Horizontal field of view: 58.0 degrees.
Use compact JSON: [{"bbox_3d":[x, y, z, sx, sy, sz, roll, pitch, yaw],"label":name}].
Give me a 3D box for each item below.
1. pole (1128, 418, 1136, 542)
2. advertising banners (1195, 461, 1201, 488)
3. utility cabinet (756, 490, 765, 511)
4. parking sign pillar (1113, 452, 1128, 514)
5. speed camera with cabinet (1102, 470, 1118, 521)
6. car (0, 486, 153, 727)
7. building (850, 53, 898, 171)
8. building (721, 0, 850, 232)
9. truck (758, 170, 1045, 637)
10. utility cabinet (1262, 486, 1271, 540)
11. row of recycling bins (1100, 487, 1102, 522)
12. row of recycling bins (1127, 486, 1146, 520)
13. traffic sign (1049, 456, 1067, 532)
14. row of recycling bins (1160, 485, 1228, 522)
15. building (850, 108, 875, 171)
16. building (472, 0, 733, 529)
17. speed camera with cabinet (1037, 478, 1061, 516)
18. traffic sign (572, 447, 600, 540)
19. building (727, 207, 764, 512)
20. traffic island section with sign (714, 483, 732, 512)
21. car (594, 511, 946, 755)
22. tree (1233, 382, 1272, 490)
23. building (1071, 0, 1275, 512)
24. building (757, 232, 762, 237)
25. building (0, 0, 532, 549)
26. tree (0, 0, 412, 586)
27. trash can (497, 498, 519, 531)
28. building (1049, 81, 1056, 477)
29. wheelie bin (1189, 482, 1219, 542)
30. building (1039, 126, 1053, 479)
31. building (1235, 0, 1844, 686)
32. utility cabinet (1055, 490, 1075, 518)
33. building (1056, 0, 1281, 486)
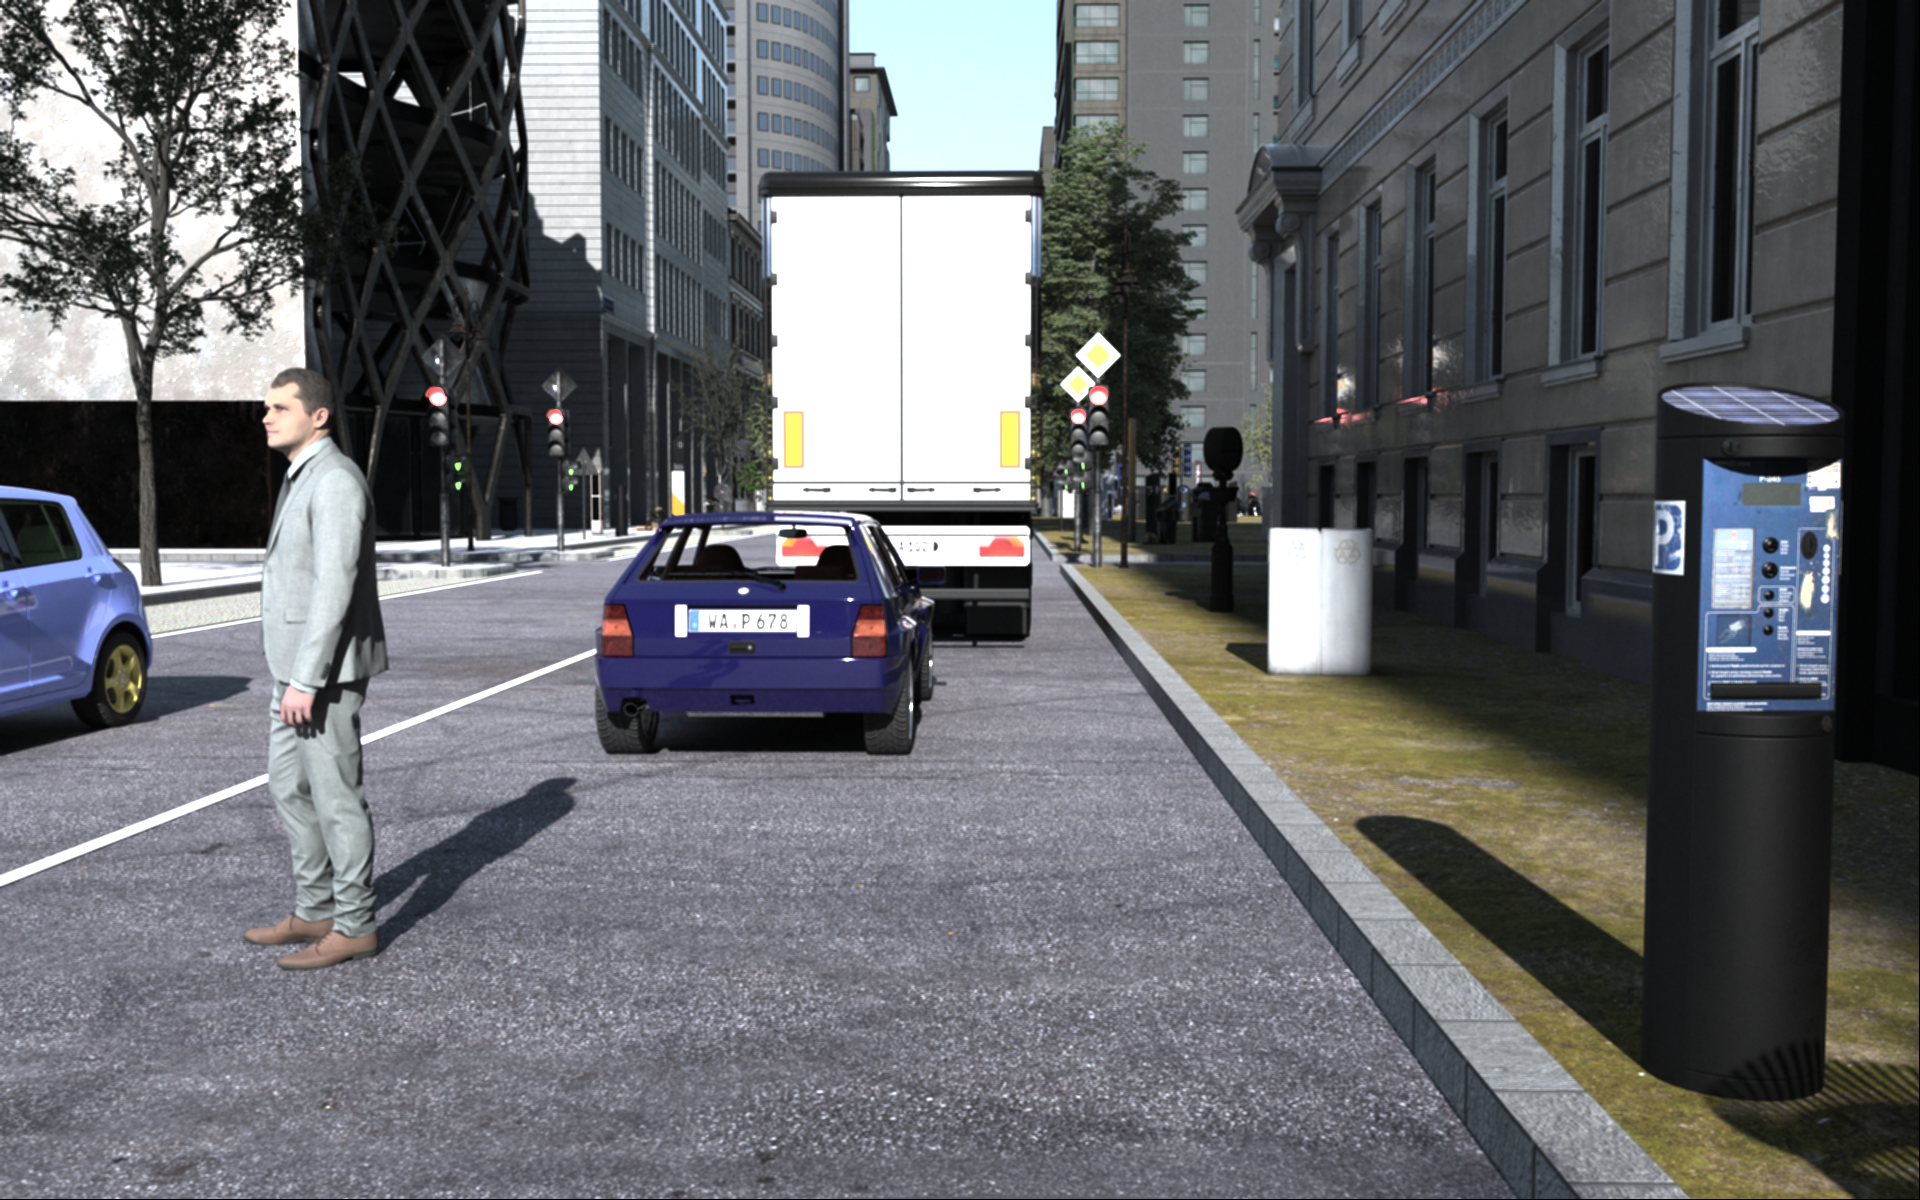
[{"bbox_3d":[4.632,-3.230,46.654,0.158,3.312,0.155,0,3,0],"label":"pole"},{"bbox_3d":[12.934,-5.800,91.012,0.090,3.025,2.074,3,5,43],"label":"advertising banners"},{"bbox_3d":[-10.591,-5.230,94.185,0.318,1.500,1.173,2,4,34],"label":"utility cabinet"},{"bbox_3d":[10.421,-7.396,109.392,1.447,3.967,1.447,2,4,24],"label":"parking sign pillar"},{"bbox_3d":[6.993,-5.381,82.311,0.660,3.252,2.038,1,4,19],"label":"speed camera with cabinet"},{"bbox_3d":[-6.040,0.010,9.422,1.945,1.707,3.694,0,4,3],"label":"car"},{"bbox_3d":[-22.582,-38.121,212.523,28.713,52.752,27.495,0,4,1],"label":"building"},{"bbox_3d":[-21.663,-37.628,157.209,21.231,58.520,28.212,0,4,1],"label":"building"},{"bbox_3d":[-0.345,-1.941,20.654,2.839,4.237,11.283,0,4,2],"label":"truck"},{"bbox_3d":[8.641,-2.333,46.829,0.318,1.500,1.173,-2,4,-29],"label":"utility cabinet"},{"bbox_3d":[5.902,-4.338,78.042,1.069,1.692,3.534,0,4,5],"label":"row of recycling bins"},{"bbox_3d":[8.992,-4.821,85.943,1.069,1.692,3.534,1,4,15],"label":"row of recycling bins"},{"bbox_3d":[3.461,-3.606,58.955,0.884,2.594,0.081,1,4,9],"label":"traffic sign"},{"bbox_3d":[10.618,-4.412,79.256,3.534,1.692,1.069,0,4,4],"label":"row of recycling bins"},{"bbox_3d":[-16.200,-30.283,178.718,14.154,41.232,14.086,0,4,1],"label":"building"},{"bbox_3d":[-18.088,-18.359,77.668,11.434,29.767,29.804,0,4,1],"label":"building"},{"bbox_3d":[5.241,-6.558,101.556,0.660,3.252,2.038,-2,4,-26],"label":"speed camera with cabinet"},{"bbox_3d":[-10.497,-2.956,48.331,0.884,2.594,0.081,0,4,2],"label":"traffic sign"},{"bbox_3d":[-16.832,-14.565,102.763,10.561,19.102,19.286,0,4,1],"label":"building"},{"bbox_3d":[-8.376,-3.208,61.072,1.989,1.847,2.006,0,4,1],"label":"traffic island section with sign"},{"bbox_3d":[-1.080,0.105,10.871,1.945,1.354,3.894,0,4,2],"label":"car"},{"bbox_3d":[19.697,-9.773,110.154,4.737,8.622,4.395,0,3,0],"label":"tree"},{"bbox_3d":[15.143,-27.170,127.823,14.154,41.232,14.086,0,4,1],"label":"building"},{"bbox_3d":[-24.828,-17.381,129.220,27.650,21.520,28.899,0,4,1],"label":"building"},{"bbox_3d":[-21.065,-11.071,48.455,16.820,18.784,16.811,0,4,1],"label":"building"},{"bbox_3d":[-11.428,-5.451,23.542,8.767,10.594,7.601,1,4,20],"label":"tree"},{"bbox_3d":[-15.830,-2.999,60.693,0.748,1.137,0.748,0,3,0],"label":"trash can"},{"bbox_3d":[20.558,-33.740,171.253,23.786,49.044,30.456,0,4,1],"label":"building"},{"bbox_3d":[6.560,-2.355,46.415,0.693,1.594,0.980,-2,4,-26],"label":"wheelie bin"},{"bbox_3d":[20.728,-36.319,217.509,21.300,48.544,21.600,0,4,1],"label":"building"},{"bbox_3d":[10.988,-14.166,17.520,13.634,28.700,20.117,0,4,1],"label":"building"},{"bbox_3d":[5.798,-5.115,92.312,1.173,1.500,0.318,-2,4,-27],"label":"utility cabinet"},{"bbox_3d":[19.006,-31.903,145.320,21.300,48.544,21.600,0,4,1],"label":"building"}]
